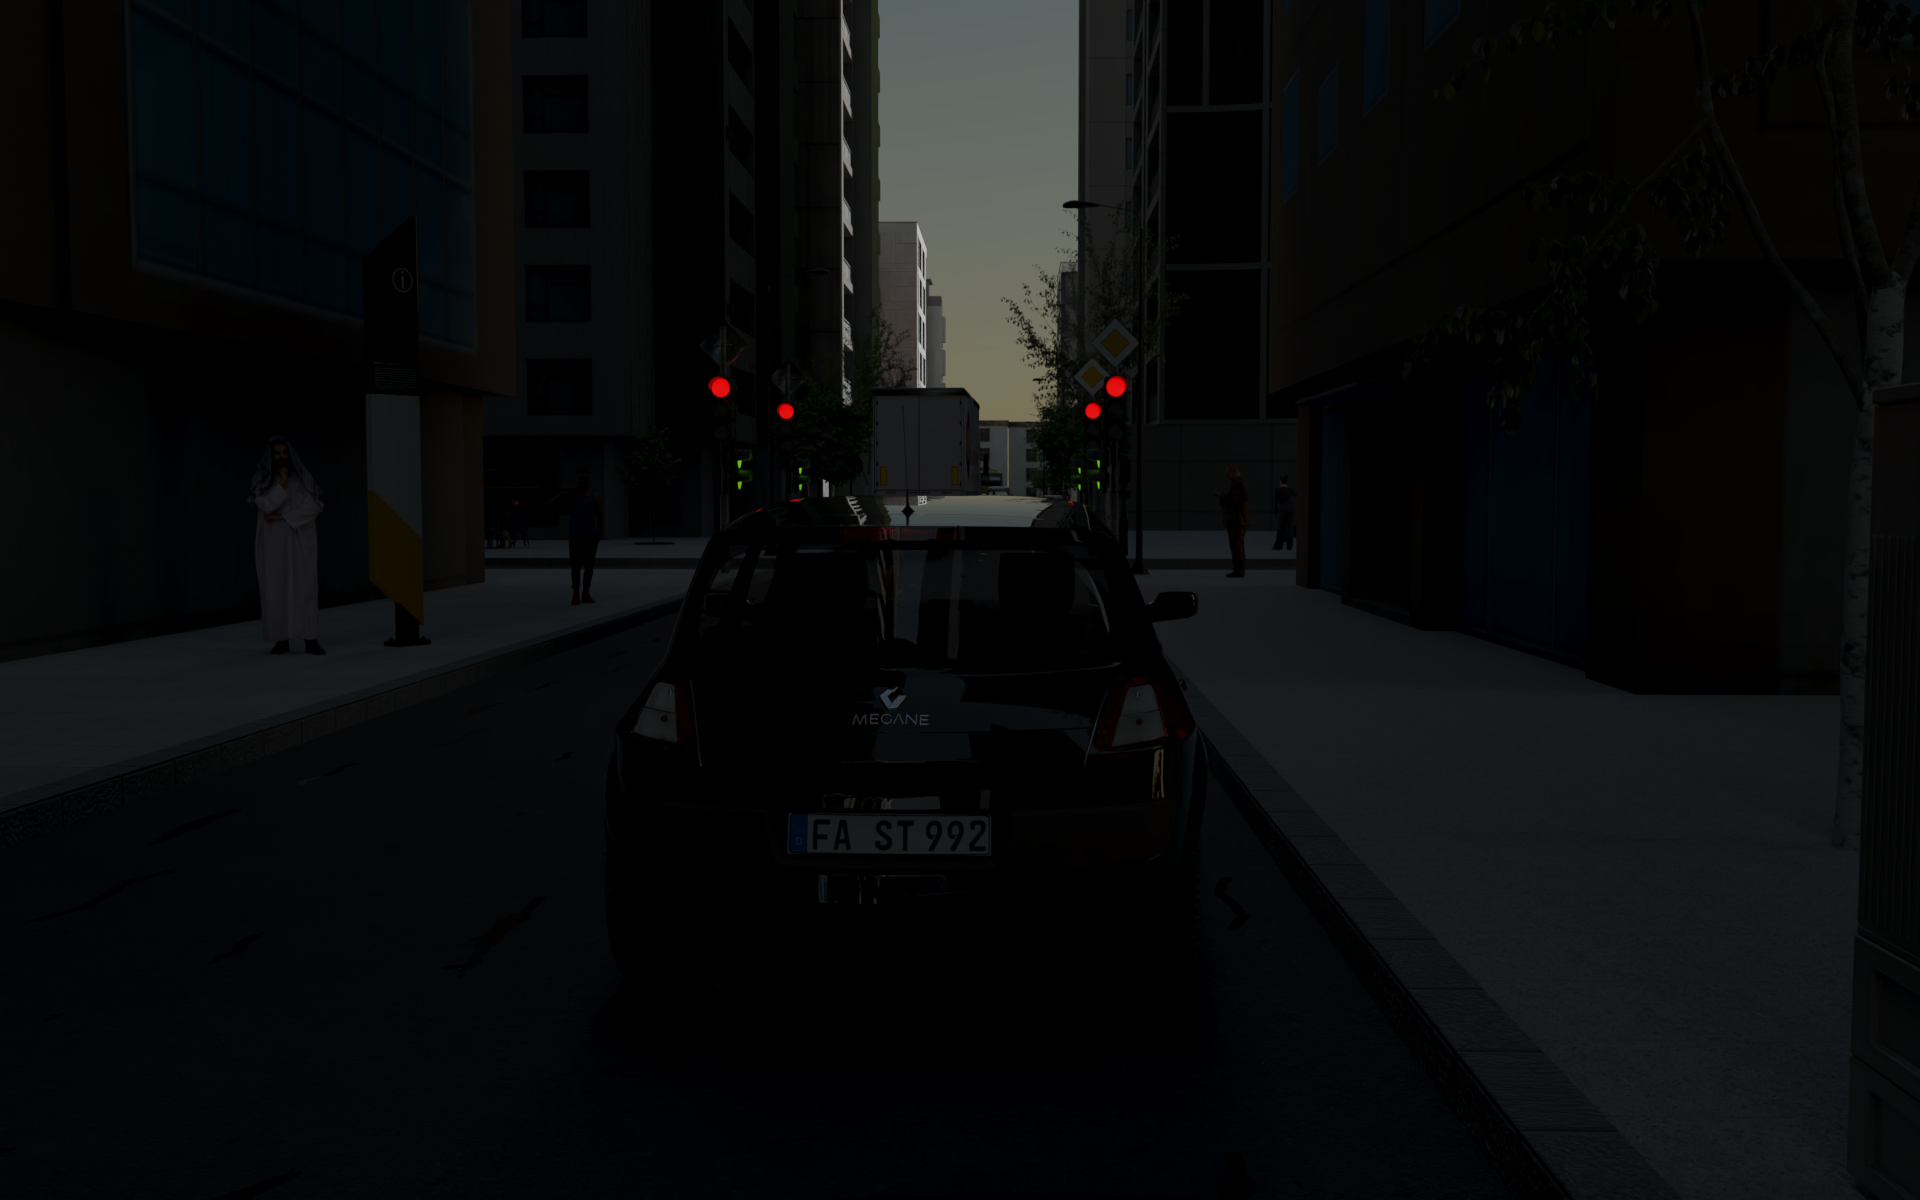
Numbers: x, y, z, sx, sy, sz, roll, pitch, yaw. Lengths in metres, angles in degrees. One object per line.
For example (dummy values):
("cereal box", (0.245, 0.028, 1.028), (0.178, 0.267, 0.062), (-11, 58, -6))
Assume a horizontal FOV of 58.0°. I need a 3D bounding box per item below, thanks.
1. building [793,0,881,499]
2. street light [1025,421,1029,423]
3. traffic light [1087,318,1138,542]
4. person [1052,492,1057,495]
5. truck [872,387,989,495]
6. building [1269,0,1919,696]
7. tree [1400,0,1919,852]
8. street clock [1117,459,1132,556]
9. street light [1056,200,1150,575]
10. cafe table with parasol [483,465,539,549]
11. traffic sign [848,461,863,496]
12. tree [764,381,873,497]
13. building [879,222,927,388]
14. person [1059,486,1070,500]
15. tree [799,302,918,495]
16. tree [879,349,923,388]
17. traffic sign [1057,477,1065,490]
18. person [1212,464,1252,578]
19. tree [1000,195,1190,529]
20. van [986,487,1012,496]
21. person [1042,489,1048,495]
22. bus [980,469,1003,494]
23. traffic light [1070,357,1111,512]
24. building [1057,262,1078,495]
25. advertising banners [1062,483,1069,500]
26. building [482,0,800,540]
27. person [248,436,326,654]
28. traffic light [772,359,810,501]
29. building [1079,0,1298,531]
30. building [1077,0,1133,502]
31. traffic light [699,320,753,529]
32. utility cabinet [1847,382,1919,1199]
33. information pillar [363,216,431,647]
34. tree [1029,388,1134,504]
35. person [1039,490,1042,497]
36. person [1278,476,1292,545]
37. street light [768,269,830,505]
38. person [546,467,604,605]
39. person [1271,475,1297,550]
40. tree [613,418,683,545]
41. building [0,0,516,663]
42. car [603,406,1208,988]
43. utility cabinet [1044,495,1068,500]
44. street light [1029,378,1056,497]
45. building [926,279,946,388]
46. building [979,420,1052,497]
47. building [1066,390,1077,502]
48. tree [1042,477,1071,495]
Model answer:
("building", (-10.985, -23.933, 74.896), (14.154, 41.232, 14.086), (0, 4, 2))
("street light", (4.814, -8.442, 110.571), (1.470, 5.913, 1.316), (0, 4, 2))
("traffic light", (2.463, -2.378, 27.809), (0.839, 4.253, 0.868), (0, 4, 2))
("person", (6.157, -6.366, 110.833), (0.504, 1.737, 0.576), (1, 4, 14))
("truck", (-0.754, -3.809, 51.197), (2.839, 4.237, 11.283), (0, 4, 3))
("building", (11.076, -22.388, 16.162), (14.600, 45.320, 14.200), (0, 4, 2))
("tree", (3.284, -3.419, 6.257), (4.360, 8.622, 3.978), (0, 3, 0))
("street clock", (3.397, -1.921, 35.973), (0.358, 2.002, 0.471), (0, 4, -2))
("street light", (2.322, -3.363, 27.534), (1.470, 5.913, 1.316), (0, 4, 2))
("cafe table with parasol", (-11.141, -2.207, 40.952), (2.610, 1.966, 2.610), (2, 4, 27))
("traffic sign", (-3.408, -3.309, 54.204), (0.768, 2.556, 0.104), (0, 4, 6))
("tree", (-4.008, -4.086, 50.518), (4.285, 4.588, 4.351), (0, 3, 0))
("building", (-17.177, -17.394, 128.361), (27.936, 21.610, 32.646), (0, 4, 2))
("person", (5.254, -4.992, 88.359), (0.576, 1.737, 0.504), (-3, 5, -44))
("tree", (-3.775, -7.078, 66.088), (4.737, 8.622, 4.395), (0, 3, 0))
("tree", (-2.861, -8.408, 87.832), (4.360, 8.622, 3.978), (0, 3, 0))
("traffic sign", (3.886, -3.948, 64.660), (0.768, 2.556, 0.104), (0, 4, 3))
("person", (4.204, -1.226, 26.771), (0.600, 1.739, 0.565), (-2, 4, -25))
("tree", (3.412, -5.628, 42.380), (4.360, 8.622, 3.978), (0, 3, 0))
("van", (2.262, -5.686, 99.978), (2.013, 2.044, 4.112), (0, 4, 3))
("person", (7.878, -9.412, 160.381), (0.683, 1.767, 0.568), (0, 4, 1))
("bus", (2.900, -11.007, 171.513), (2.896, 3.916, 12.252), (0, 4, 1))
("traffic light", (2.710, -2.867, 35.790), (0.839, 4.253, 0.868), (0, 4, 2))
("building", (23.282, -19.842, 168.399), (27.936, 21.610, 32.646), (0, 4, 2))
("advertising banners", (3.642, -3.862, 59.324), (0.090, 3.025, 2.074), (0, 4, -2))
("building", (-12.835, -17.218, 53.215), (14.160, 30.474, 14.107), (0, 4, 2))
("person", (-5.407, -0.438, 13.876), (0.551, 1.740, 0.621), (-3, 5, -41))
("traffic light", (-3.549, -2.877, 35.967), (0.839, 4.253, 0.868), (0, 4, 2))
("building", (15.065, -38.198, 62.790), (20.563, 71.187, 20.611), (0, 4, 2))
("building", (17.062, -33.852, 95.482), (21.231, 58.520, 28.212), (0, 4, 2))
("traffic light", (-3.796, -2.389, 27.986), (0.839, 4.253, 0.868), (0, 4, 2))
("utility cabinet", (1.752, 0.372, 2.590), (0.318, 1.500, 1.173), (0, 4, 3))
("information pillar", (-4.734, -1.416, 14.512), (0.183, 3.616, 0.504), (3, 4, 36))
("tree", (3.705, -4.156, 51.668), (4.285, 4.588, 4.351), (0, 3, 0))
("person", (8.499, -10.726, 182.345), (0.436, 1.711, 0.756), (2, 4, 27))
("person", (8.169, -2.249, 43.536), (0.376, 1.734, 0.841), (1, 4, 18))
("street light", (-3.384, -3.872, 35.853), (1.470, 5.913, 1.316), (0, 4, 2))
("person", (-4.487, -0.757, 20.285), (0.647, 1.594, 0.662), (-2, 4, -28))
("person", (7.546, -2.009, 39.696), (0.742, 1.727, 0.445), (-1, 4, -21))
("tree", (-7.809, -3.029, 44.129), (1.663, 3.219, 1.824), (0, 3, 0))
("building", (-13.806, -22.469, 17.482), (14.200, 45.320, 14.600), (0, 4, 2))
("car", (-0.078, 0.204, 6.456), (2.009, 1.686, 4.222), (0, 4, 3))
("utility cabinet", (4.258, -4.024, 76.946), (1.020, 1.237, 0.306), (0, 4, -1))
("street light", (3.598, -5.928, 69.466), (1.470, 5.913, 1.316), (0, 4, 2))
("building", (-9.216, -17.975, 150.312), (16.016, 20.091, 11.380), (0, 4, 2))
("building", (5.594, -15.847, 201.247), (28.070, 9.664, 9.099), (0, 4, 2))
("building", (13.439, -12.025, 138.752), (9.099, 9.664, 28.070), (0, 4, 2))
("tree", (5.302, -6.057, 93.628), (1.663, 3.219, 1.824), (0, 3, 0))
